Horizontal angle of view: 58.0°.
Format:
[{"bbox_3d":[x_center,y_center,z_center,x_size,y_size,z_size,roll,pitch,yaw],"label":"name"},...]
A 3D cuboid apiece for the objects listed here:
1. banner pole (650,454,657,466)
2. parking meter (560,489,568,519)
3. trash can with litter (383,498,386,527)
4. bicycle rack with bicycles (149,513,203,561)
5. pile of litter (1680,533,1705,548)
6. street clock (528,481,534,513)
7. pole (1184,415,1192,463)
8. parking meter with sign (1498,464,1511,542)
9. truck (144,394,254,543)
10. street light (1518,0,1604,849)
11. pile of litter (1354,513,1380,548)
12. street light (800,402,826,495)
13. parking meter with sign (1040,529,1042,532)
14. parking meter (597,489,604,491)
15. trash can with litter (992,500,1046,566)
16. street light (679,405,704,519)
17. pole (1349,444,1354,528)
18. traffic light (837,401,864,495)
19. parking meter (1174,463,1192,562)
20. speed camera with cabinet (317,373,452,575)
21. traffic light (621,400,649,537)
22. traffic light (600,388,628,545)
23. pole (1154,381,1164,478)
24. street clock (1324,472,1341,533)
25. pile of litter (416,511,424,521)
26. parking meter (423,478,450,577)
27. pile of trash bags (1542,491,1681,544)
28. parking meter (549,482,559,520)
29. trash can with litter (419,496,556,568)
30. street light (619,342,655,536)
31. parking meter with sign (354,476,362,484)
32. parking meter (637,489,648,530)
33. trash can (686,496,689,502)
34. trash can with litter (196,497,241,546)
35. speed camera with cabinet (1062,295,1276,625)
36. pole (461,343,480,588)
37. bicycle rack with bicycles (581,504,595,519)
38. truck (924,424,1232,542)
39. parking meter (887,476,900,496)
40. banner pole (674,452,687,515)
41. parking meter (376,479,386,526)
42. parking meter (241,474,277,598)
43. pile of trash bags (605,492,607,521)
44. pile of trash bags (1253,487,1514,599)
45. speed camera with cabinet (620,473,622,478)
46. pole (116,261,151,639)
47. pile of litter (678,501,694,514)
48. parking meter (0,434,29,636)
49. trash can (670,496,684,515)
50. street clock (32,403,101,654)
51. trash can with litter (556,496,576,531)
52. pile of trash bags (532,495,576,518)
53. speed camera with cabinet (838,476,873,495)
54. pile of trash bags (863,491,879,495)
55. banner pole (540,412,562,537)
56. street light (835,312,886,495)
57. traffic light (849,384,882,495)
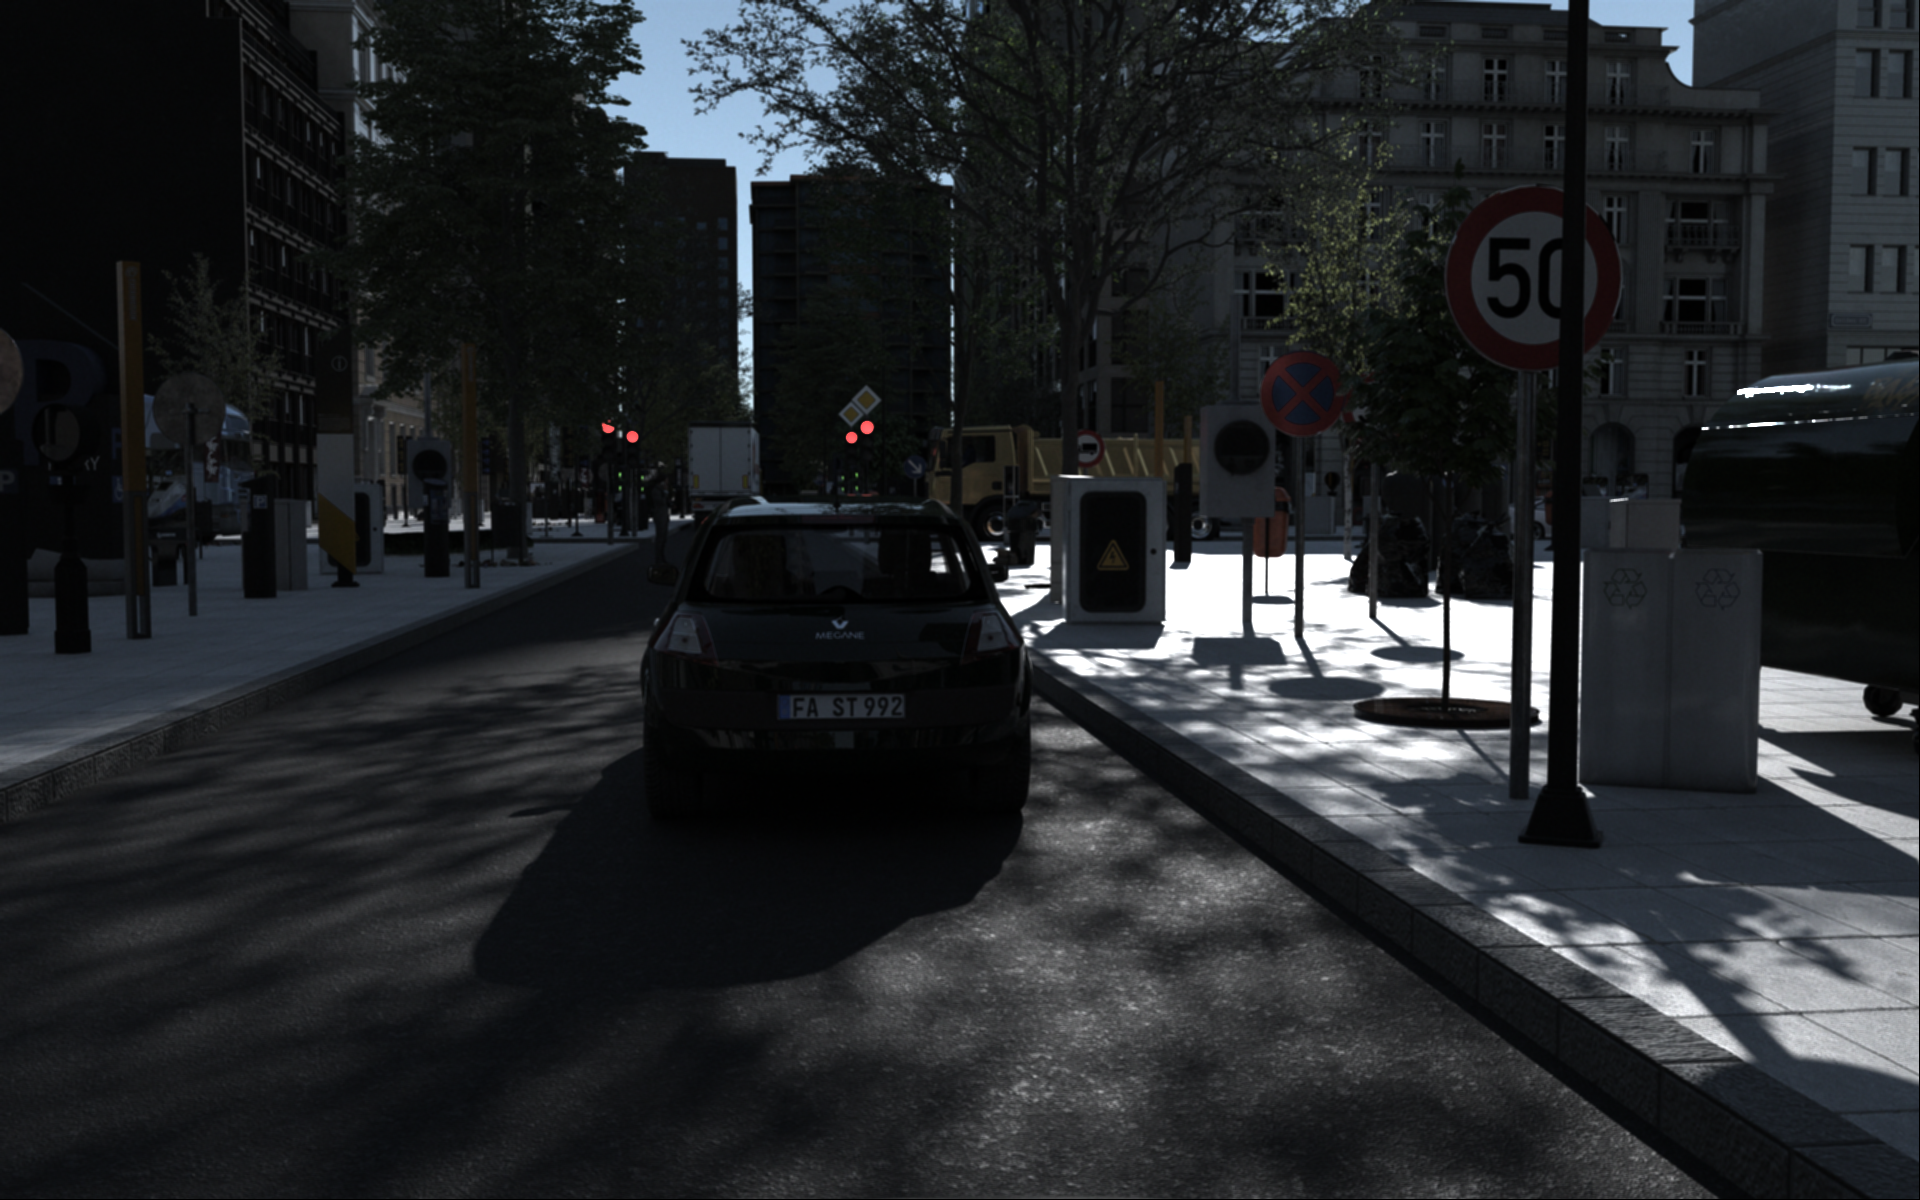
[{"bbox_3d":[-19.200,-7.256,108.644,0.863,3.779,0.401,2,4,34],"label":"banner pole"},{"bbox_3d":[-20.135,-4.890,88.369,0.372,1.533,0.369,0,3,0],"label":"parking meter"},{"bbox_3d":[-22.322,-3.321,65.692,1.055,1.170,0.624,0,4,2],"label":"trash can with litter"},{"bbox_3d":[-15.782,-1.233,33.537,2.852,0.926,2.925,0,4,3],"label":"bicycle rack with bicycles"},{"bbox_3d":[10.138,-0.638,24.397,1.719,0.858,1.176,-1,4,-13],"label":"pile of litter"},{"bbox_3d":[-24.267,-5.725,98.180,0.358,2.002,0.471,1,4,18],"label":"street clock"},{"bbox_3d":[5.913,-3.130,45.016,0.158,3.312,0.155,0,3,0],"label":"pole"},{"bbox_3d":[10.684,-2.346,34.611,0.543,3.016,1.738,0,4,6],"label":"parking meter with sign"},{"bbox_3d":[-27.609,-3.379,45.007,18.799,4.110,2.967,0,4,-6],"label":"truck"},{"bbox_3d":[1.696,-2.059,6.205,1.470,5.913,1.316,0,4,-6],"label":"street light"},{"bbox_3d":[10.021,-1.662,41.137,1.176,0.858,1.719,0,4,-4],"label":"pile of litter"},{"bbox_3d":[-7.370,-7.029,87.473,1.470,5.913,1.316,0,4,-6],"label":"street light"},{"bbox_3d":[1.937,-3.841,59.060,1.738,3.016,0.543,0,4,-5],"label":"parking meter with sign"},{"bbox_3d":[-19.434,-5.218,93.722,0.372,1.533,0.369,0,3,0],"label":"parking meter"},{"bbox_3d":[1.053,-1.217,31.277,0.624,1.170,1.055,2,4,32],"label":"trash can with litter"},{"bbox_3d":[-14.027,-7.227,90.694,1.470,5.913,1.316,0,4,-6],"label":"street light"},{"bbox_3d":[14.715,-4.365,65.203,0.158,3.312,0.155,0,3,0],"label":"pole"},{"bbox_3d":[-3.310,-3.886,52.460,0.839,4.253,0.868,0,4,-6],"label":"traffic light"},{"bbox_3d":[4.231,-1.662,32.882,0.255,1.863,0.399,-1,4,-11],"label":"parking meter"},{"bbox_3d":[-9.283,-2.056,27.949,2.038,3.252,0.660,-1,4,-19],"label":"speed camera with cabinet"},{"bbox_3d":[-9.729,-3.841,51.725,0.839,4.253,0.868,0,4,-6],"label":"traffic light"},{"bbox_3d":[-8.838,-3.356,43.790,0.839,4.253,0.868,0,4,-6],"label":"traffic light"},{"bbox_3d":[3.595,-2.291,31.302,0.158,3.312,0.155,0,3,0],"label":"pole"},{"bbox_3d":[12.277,-3.215,57.132,0.471,2.002,0.358,3,4,38],"label":"street clock"},{"bbox_3d":[-25.297,-4.225,83.048,1.719,0.858,1.176,-2,4,-31],"label":"pile of litter"},{"bbox_3d":[-8.106,-1.125,26.807,0.372,1.533,0.369,0,3,0],"label":"parking meter"},{"bbox_3d":[17.253,-2.213,45.930,3.447,1.369,1.912,1,4,15],"label":"pile of trash bags"},{"bbox_3d":[-20.214,-4.928,86.283,0.399,1.863,0.255,-3,4,-39],"label":"parking meter"},{"bbox_3d":[-8.485,-1.215,30.921,2.233,1.210,1.678,0,4,-8],"label":"trash can with litter"},{"bbox_3d":[-9.664,-4.892,52.521,1.470,5.913,1.316,0,4,-6],"label":"street light"},{"bbox_3d":[-25.263,-4.644,72.188,1.738,3.016,0.543,-1,4,-16],"label":"parking meter with sign"},{"bbox_3d":[-11.461,-3.312,62.563,0.372,1.533,0.369,0,3,0],"label":"parking meter"},{"bbox_3d":[-18.067,-6.220,113.354,0.748,1.137,0.748,0,3,0],"label":"trash can"},{"bbox_3d":[-18.498,-1.957,43.058,2.233,1.210,1.678,0,4,-6],"label":"trash can with litter"},{"bbox_3d":[2.053,-1.394,17.120,2.038,3.252,0.660,0,4,0],"label":"speed camera with cabinet"},{"bbox_3d":[-6.655,-1.816,23.536,0.158,3.312,0.155,0,3,0],"label":"pole"},{"bbox_3d":[-17.632,-4.616,88.847,2.925,0.926,2.852,1,4,11],"label":"bicycle rack with bicycles"},{"bbox_3d":[3.027,-3.279,49.541,9.791,3.379,3.469,0,4,-5],"label":"truck"},{"bbox_3d":[-2.177,-3.119,56.705,0.399,1.863,0.255,1,4,9],"label":"parking meter"},{"bbox_3d":[-16.697,-6.969,103.960,0.863,3.779,0.401,-1,4,-13],"label":"banner pole"},{"bbox_3d":[-23.188,-3.893,69.368,0.255,1.863,0.399,-2,4,-33],"label":"parking meter"},{"bbox_3d":[-8.676,-0.796,21.432,0.372,1.533,0.369,0,3,0],"label":"parking meter"},{"bbox_3d":[-16.458,-4.438,82.316,1.912,1.369,3.447,0,4,6],"label":"pile of trash bags"},{"bbox_3d":[5.385,-0.763,22.227,3.447,1.369,1.912,1,4,16],"label":"pile of trash bags"},{"bbox_3d":[-14.253,-4.897,74.395,0.660,3.252,2.038,1,4,20],"label":"speed camera with cabinet"},{"bbox_3d":[-7.300,-1.312,15.301,0.158,3.312,0.155,0,3,0],"label":"pole"},{"bbox_3d":[-17.770,-5.996,111.995,1.176,0.858,1.719,-1,4,-9],"label":"pile of litter"},{"bbox_3d":[-8.724,-0.615,15.770,0.255,1.863,0.399,3,4,36],"label":"parking meter"},{"bbox_3d":[-17.876,-5.880,107.798,0.748,1.137,0.748,0,3,0],"label":"trash can"},{"bbox_3d":[-7.164,-0.573,13.931,0.471,2.002,0.358,1,4,15],"label":"street clock"},{"bbox_3d":[-14.760,-2.995,60.031,2.233,1.210,1.678,-3,5,-42],"label":"trash can with litter"},{"bbox_3d":[-22.116,-5.007,91.618,3.447,1.369,1.912,-2,4,-26],"label":"pile of trash bags"},{"bbox_3d":[-3.998,-4.399,66.259,0.660,3.252,2.038,1,4,22],"label":"speed camera with cabinet"},{"bbox_3d":[-1.653,-2.749,54.702,3.447,1.369,1.912,-3,5,-39],"label":"pile of trash bags"},{"bbox_3d":[-12.072,-3.739,51.149,0.863,3.779,0.401,2,4,32],"label":"banner pole"},{"bbox_3d":[-2.493,-4.395,44.399,1.470,5.913,1.316,0,4,-6],"label":"street light"},{"bbox_3d":[-2.419,-3.401,44.524,0.839,4.253,0.868,0,4,-6],"label":"traffic light"}]
